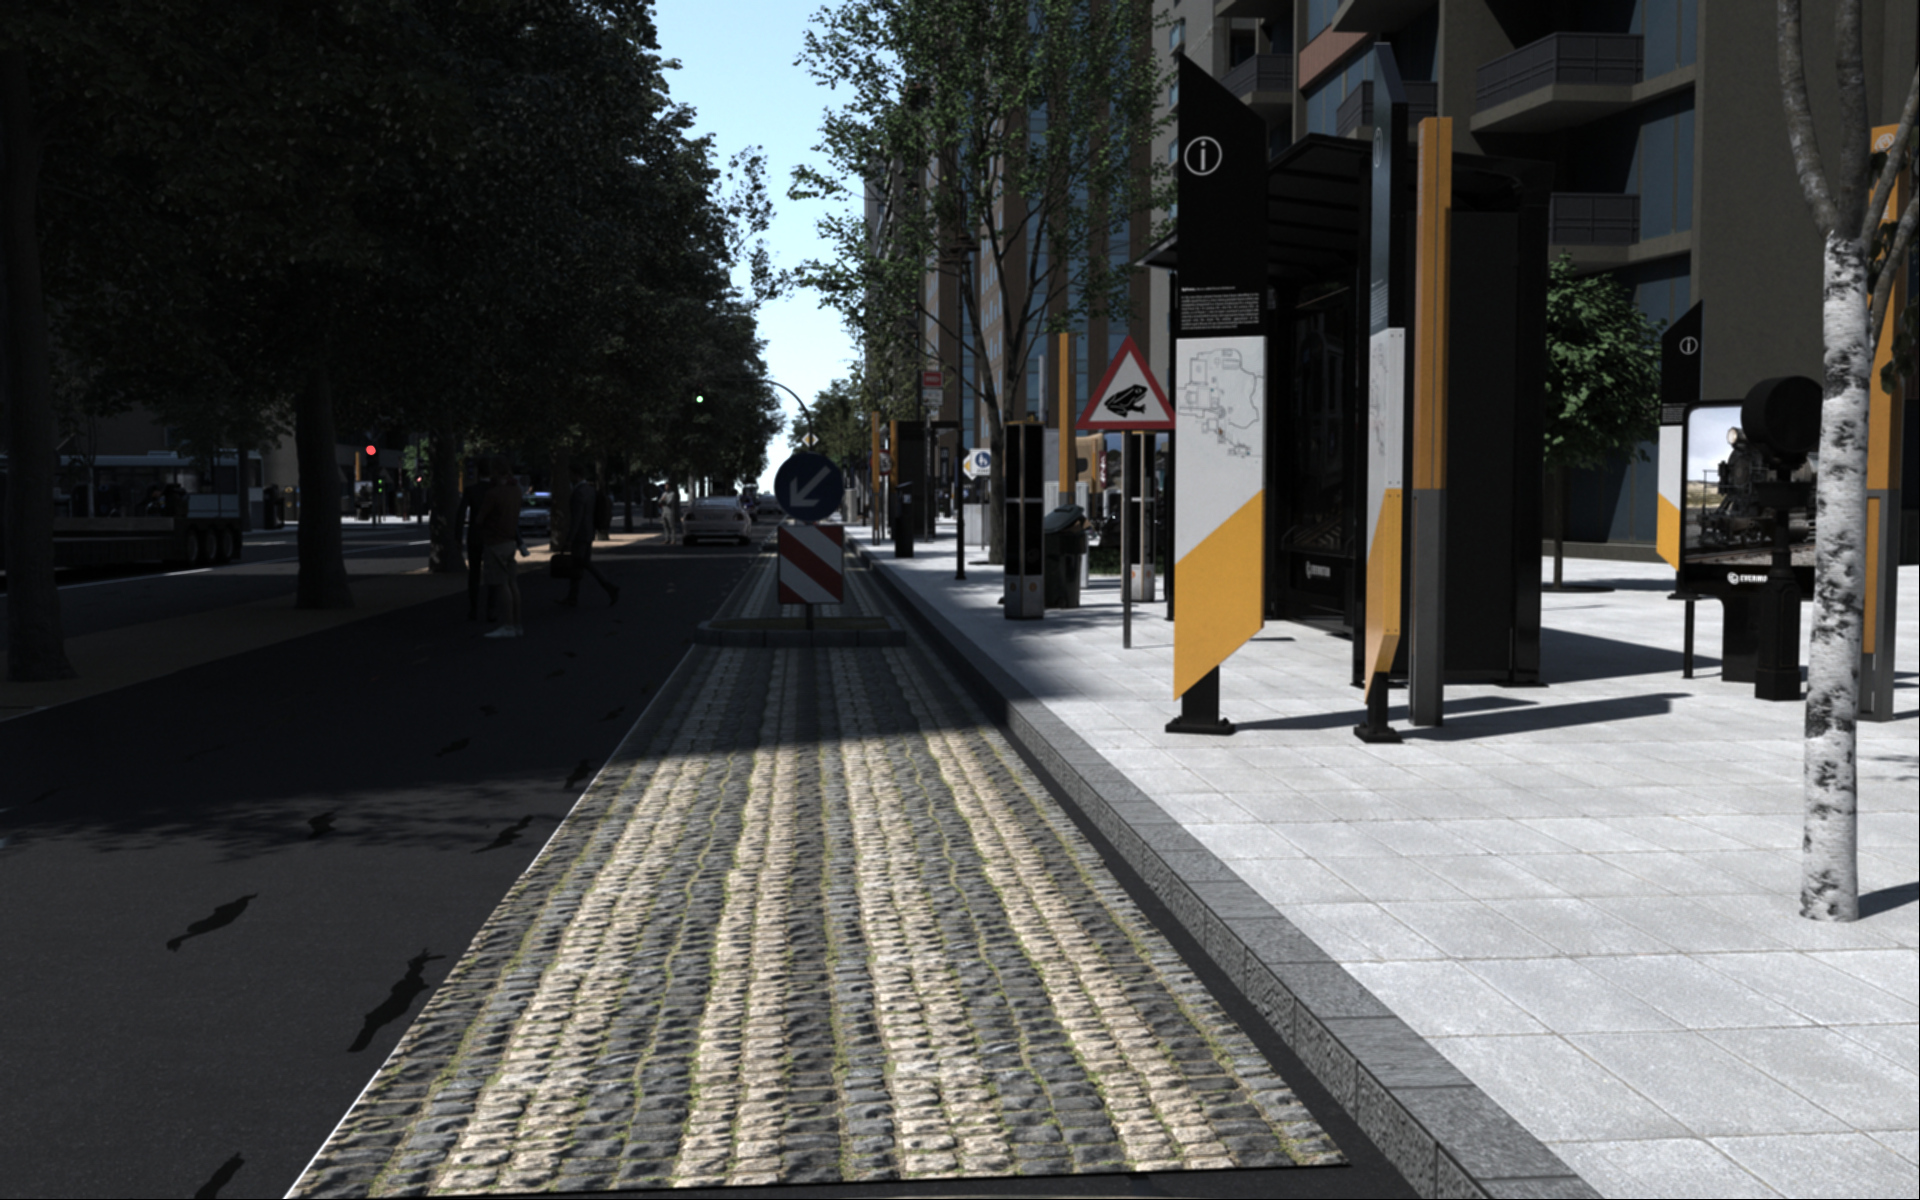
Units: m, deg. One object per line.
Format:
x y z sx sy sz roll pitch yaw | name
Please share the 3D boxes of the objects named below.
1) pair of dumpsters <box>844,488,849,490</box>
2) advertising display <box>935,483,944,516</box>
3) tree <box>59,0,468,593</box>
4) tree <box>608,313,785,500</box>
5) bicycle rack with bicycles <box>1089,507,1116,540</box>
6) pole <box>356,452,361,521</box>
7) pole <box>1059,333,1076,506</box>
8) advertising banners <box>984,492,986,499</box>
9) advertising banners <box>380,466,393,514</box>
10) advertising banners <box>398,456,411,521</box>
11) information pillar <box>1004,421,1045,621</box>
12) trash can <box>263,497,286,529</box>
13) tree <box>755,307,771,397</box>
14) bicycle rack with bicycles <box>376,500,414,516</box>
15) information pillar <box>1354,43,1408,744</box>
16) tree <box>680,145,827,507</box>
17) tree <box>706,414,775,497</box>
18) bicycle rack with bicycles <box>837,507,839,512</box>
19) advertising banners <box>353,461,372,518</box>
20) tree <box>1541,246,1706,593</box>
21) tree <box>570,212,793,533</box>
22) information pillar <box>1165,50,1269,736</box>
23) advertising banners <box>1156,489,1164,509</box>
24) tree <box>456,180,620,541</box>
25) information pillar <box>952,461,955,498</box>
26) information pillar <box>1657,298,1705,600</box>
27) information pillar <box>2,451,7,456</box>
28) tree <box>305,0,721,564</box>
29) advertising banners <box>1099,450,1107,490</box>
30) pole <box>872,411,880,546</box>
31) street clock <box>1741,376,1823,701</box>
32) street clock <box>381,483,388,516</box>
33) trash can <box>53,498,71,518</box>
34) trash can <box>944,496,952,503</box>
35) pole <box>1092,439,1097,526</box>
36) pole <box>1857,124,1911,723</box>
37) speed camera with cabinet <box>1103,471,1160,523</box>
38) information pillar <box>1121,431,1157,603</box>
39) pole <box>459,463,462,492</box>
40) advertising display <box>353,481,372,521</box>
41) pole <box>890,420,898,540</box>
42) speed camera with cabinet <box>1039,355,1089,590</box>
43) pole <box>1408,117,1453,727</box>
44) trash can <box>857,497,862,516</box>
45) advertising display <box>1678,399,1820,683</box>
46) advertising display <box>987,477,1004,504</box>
-7.297 -6.879 114.960 1.574 2.255 4.437 0 4 -5 | pair of dumpsters
-1.422 -5.993 103.201 0.974 1.923 0.123 -2 4 -30 | advertising display
-9.318 -7.457 31.033 9.857 13.997 8.962 0 3 0 | tree
-15.510 -11.281 103.906 9.611 12.733 9.660 0 3 0 | tree
4.011 -2.186 49.120 2.925 0.926 2.852 -1 4 -14 | bicycle rack with bicycles
-29.123 -5.509 83.921 0.158 3.312 0.155 0 3 0 | pole
1.368 -1.725 22.044 0.158 3.312 0.155 0 3 0 | pole
2.819 -8.445 134.264 2.074 3.025 0.090 -1 4 -20 | advertising banners
-35.793 -6.902 109.029 2.074 3.025 0.090 2 4 34 | advertising banners
-26.203 -5.228 81.668 0.090 3.025 2.074 0 4 -4 | advertising banners
0.655 -0.806 17.669 0.304 2.012 0.304 -3 4 -36 | information pillar
-24.937 -3.145 63.072 0.748 1.137 0.748 0 3 0 | trash can
-13.240 -10.452 79.998 9.857 13.997 8.962 0 3 0 | tree
-32.733 -5.262 99.415 2.852 0.926 2.925 0 4 4 | bicycle rack with bicycles
2.182 -1.072 8.879 0.183 3.616 0.504 0 4 2 | information pillar
-13.228 -14.330 92.647 12.611 20.169 13.585 0 3 0 | tree
-18.688 -12.308 138.099 8.767 10.594 7.601 0 4 -5 | tree
-8.185 -6.848 125.342 2.852 0.926 2.925 -1 4 -17 | bicycle rack with bicycles
-31.558 -5.826 91.436 0.090 3.025 2.074 0 4 5 | advertising banners
7.963 -2.410 23.120 4.285 4.588 4.351 0 3 0 | tree
-12.217 -9.202 63.277 12.009 13.543 11.850 0 3 0 | tree
1.371 -1.091 9.193 0.504 3.616 0.183 1 4 21 | information pillar
5.657 -3.286 49.913 0.090 3.025 2.074 -1 4 -12 | advertising banners
-10.967 -7.593 52.354 9.928 11.665 9.643 0 3 0 | tree
-0.451 -8.074 123.371 0.183 3.616 0.504 1 4 14 | information pillar
8.740 -1.813 20.991 0.504 3.616 0.183 3 5 42 | information pillar
-50.385 -6.120 91.420 0.183 3.616 0.504 2 4 30 | information pillar
-9.753 -8.136 42.135 9.857 13.997 8.962 0 3 0 | tree
6.170 -4.458 69.072 0.090 3.025 2.074 -2 4 -34 | advertising banners
-2.076 -2.994 42.799 0.158 3.312 0.155 0 3 0 | pole
5.106 -0.378 10.757 0.471 2.002 0.358 -1 4 -12 | street clock
-34.433 -6.049 103.474 0.358 2.002 0.471 2 4 33 | street clock
-29.499 -2.758 56.744 0.748 1.137 0.748 0 3 0 | trash can
-0.941 -7.566 135.361 0.748 1.137 0.748 0 3 0 | trash can
4.958 -4.282 63.860 0.158 3.312 0.155 0 3 0 | pole
5.171 -0.971 9.717 0.158 3.312 0.155 0 3 0 | pole
6.407 -4.302 64.672 2.038 3.252 0.660 0 4 -3 | speed camera with cabinet
2.107 -0.976 20.450 0.304 2.012 0.304 3 4 36 | information pillar
-26.875 -6.080 93.243 0.158 3.312 0.155 0 3 0 | pole
-28.523 -4.756 82.969 0.974 1.923 0.123 -2 4 -25 | advertising display
-1.820 -3.306 47.902 0.158 3.312 0.155 0 3 0 | pole
1.397 -1.820 24.090 0.660 3.252 2.038 0 4 -3 | speed camera with cabinet
2.588 -0.959 9.530 0.158 3.312 0.155 0 3 0 | pole
-5.137 -4.434 84.146 0.748 1.137 0.748 0 3 0 | trash can
5.387 -0.398 11.726 0.974 1.923 0.123 3 5 41 | advertising display
1.536 -3.790 67.180 0.974 1.923 0.123 0 4 -3 | advertising display
